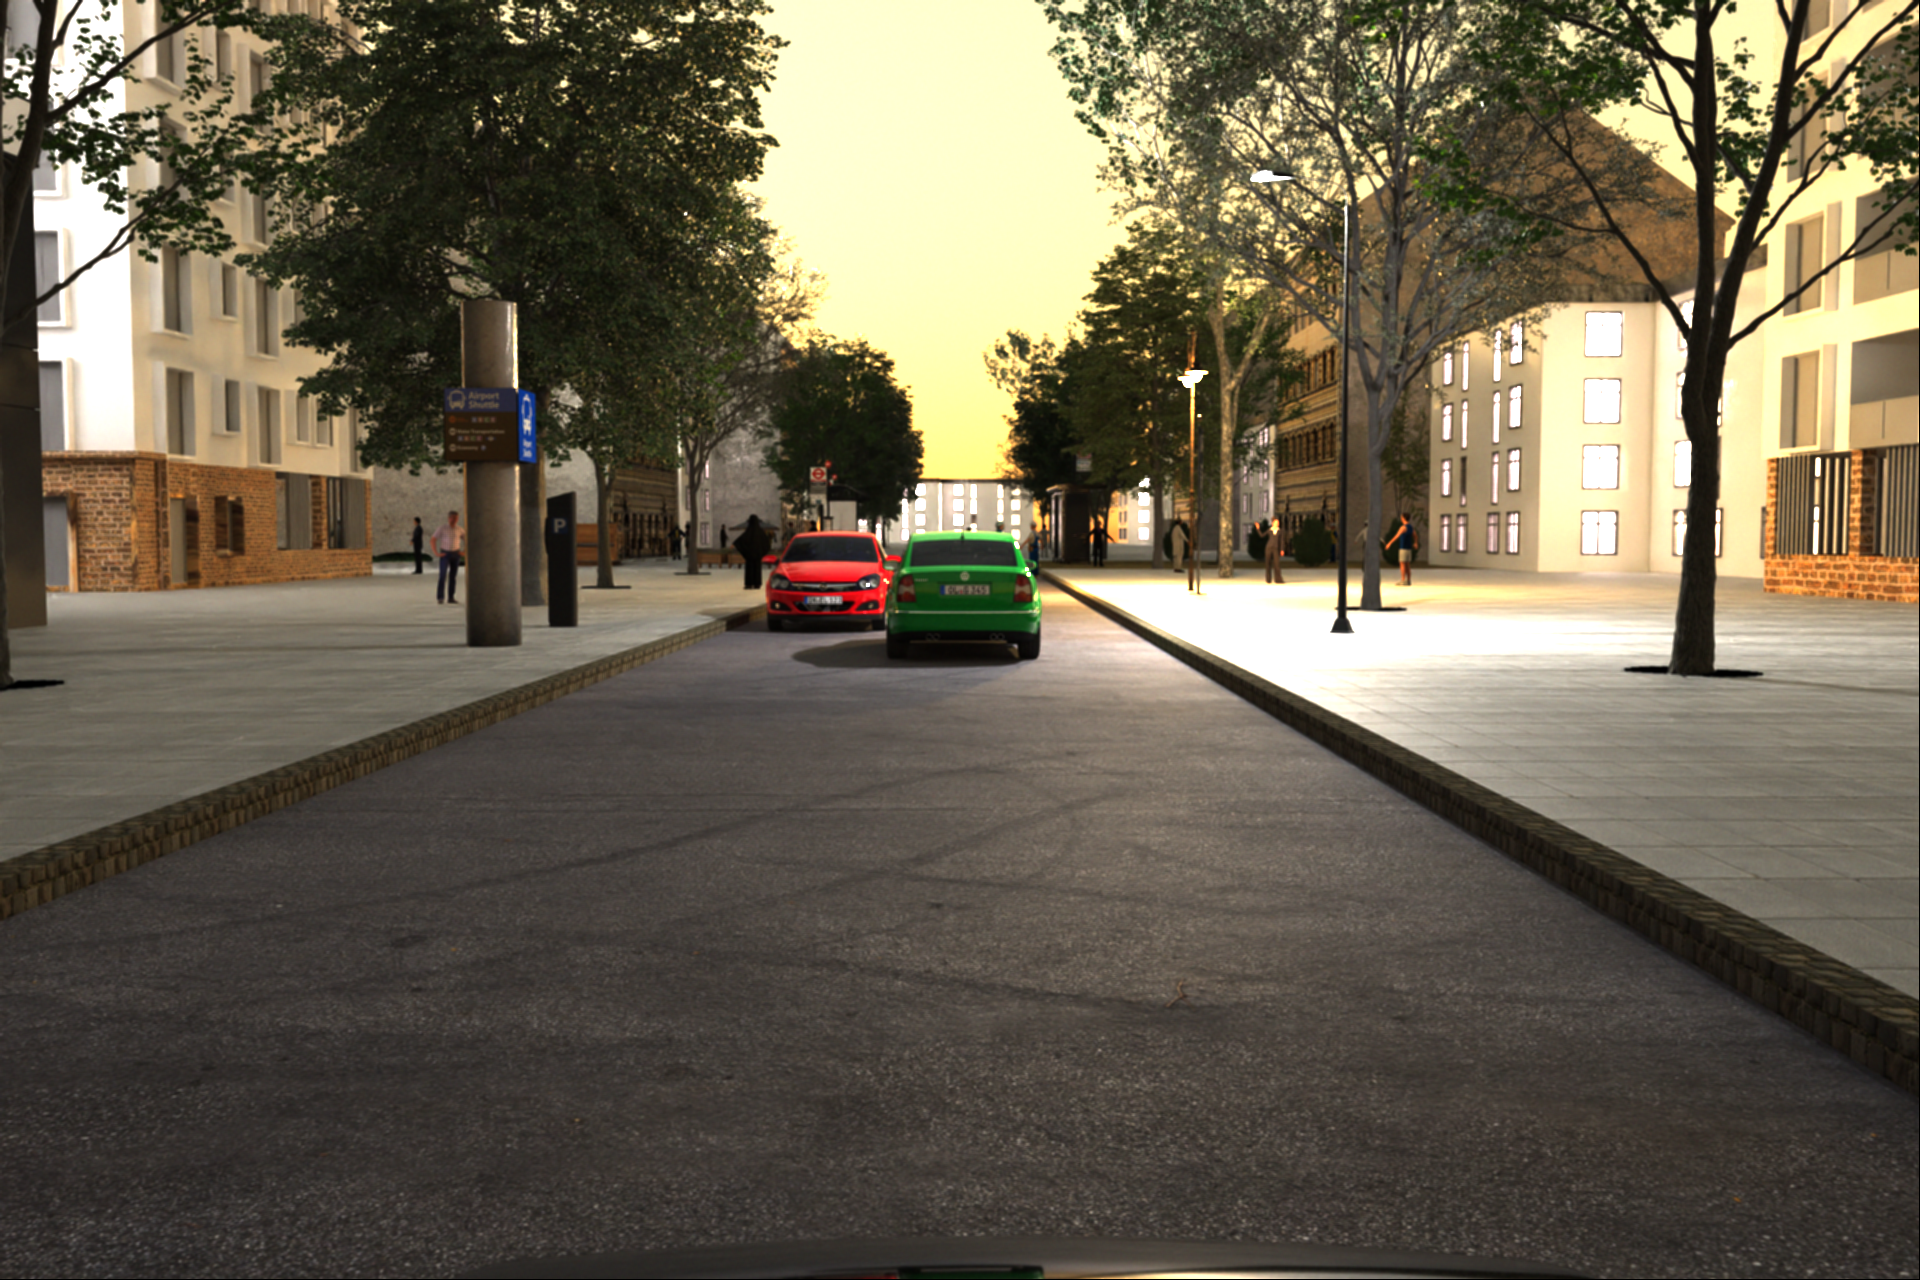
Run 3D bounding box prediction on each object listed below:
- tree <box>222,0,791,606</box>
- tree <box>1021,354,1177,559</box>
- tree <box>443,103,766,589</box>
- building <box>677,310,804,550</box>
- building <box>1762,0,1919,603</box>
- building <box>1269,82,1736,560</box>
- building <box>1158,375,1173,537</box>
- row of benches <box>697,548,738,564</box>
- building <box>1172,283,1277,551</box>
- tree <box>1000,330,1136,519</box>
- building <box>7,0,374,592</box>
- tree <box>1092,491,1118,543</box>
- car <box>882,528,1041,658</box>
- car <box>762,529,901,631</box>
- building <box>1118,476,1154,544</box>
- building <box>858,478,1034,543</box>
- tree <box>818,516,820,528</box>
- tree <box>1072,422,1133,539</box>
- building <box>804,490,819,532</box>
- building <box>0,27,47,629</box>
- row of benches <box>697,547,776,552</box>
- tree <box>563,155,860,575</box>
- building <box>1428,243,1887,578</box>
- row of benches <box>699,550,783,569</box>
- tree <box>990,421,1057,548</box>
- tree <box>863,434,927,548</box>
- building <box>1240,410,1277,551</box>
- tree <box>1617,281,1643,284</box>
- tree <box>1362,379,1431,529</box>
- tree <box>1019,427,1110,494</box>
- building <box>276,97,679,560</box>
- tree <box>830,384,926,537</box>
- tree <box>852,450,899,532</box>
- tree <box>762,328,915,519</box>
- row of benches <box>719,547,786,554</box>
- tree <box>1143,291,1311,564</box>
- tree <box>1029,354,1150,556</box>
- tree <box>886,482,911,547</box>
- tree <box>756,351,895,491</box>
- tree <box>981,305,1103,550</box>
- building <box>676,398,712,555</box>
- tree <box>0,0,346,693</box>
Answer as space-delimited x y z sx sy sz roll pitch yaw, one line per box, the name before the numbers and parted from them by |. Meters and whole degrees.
tree | -7.773 -7.585 30.678 9.857 13.997 8.962 0 3 0
tree | 7.264 -9.324 86.861 8.767 10.594 7.601 0 4 1
tree | -8.349 -7.036 40.796 9.928 11.665 9.643 0 3 0
building | -23.068 -19.078 142.861 19.493 23.208 18.063 0 3 0
building | 22.663 -10.956 35.558 16.016 20.090 11.380 0 4 0
building | 27.797 -16.027 92.967 19.493 23.208 18.063 0 4 1
building | 27.741 -20.846 197.252 16.016 20.090 11.380 0 4 1
row of benches | -10.260 -3.674 75.531 1.422 0.672 4.104 1 4 21
building | 27.795 -19.034 142.142 19.493 23.208 18.063 0 4 1
tree | 7.222 -12.444 110.112 9.857 13.997 8.962 0 3 0
building | -23.064 -11.206 39.645 16.016 20.090 11.380 0 4 1
tree | 20.399 -21.483 261.612 12.009 13.543 11.850 0 3 0
car | 0.008 -0.767 21.338 1.959 1.807 4.718 0 4 -1
car | -1.965 -1.102 27.066 2.155 1.783 4.494 0 4 0
building | 25.910 -17.104 221.801 9.099 9.664 28.070 0 4 0
building | -2.874 -19.246 259.280 28.070 9.664 9.099 0 4 3
tree | -20.060 -18.660 255.449 4.360 8.622 3.978 0 3 0
tree | 7.713 -8.701 92.618 4.360 8.622 3.978 0 3 0
building | -24.289 -22.299 221.000 16.016 20.090 11.380 0 4 1
building | -27.084 -10.016 7.738 27.936 21.610 32.646 0 4 1
row of benches | -10.649 -3.993 80.740 4.104 0.672 1.422 -2 4 -23
tree | -8.348 -8.812 54.439 12.009 13.543 11.850 0 3 0
building | 24.024 -7.112 58.427 9.099 9.664 28.070 0 3 0
row of benches | -8.046 -2.983 64.234 4.104 0.672 1.422 2 4 33
tree | 7.745 -15.387 161.945 12.009 13.543 11.850 0 3 0
tree | -6.934 -14.295 159.478 9.928 11.665 9.643 0 3 0
building | 25.687 -10.723 117.472 9.099 9.664 28.070 0 3 0
tree | 29.410 -9.801 78.377 7.486 12.596 7.792 0 3 0
tree | 20.434 -7.904 79.599 4.737 8.622 4.395 0 3 0
tree | 8.077 -11.730 126.205 8.767 10.594 7.601 2 4 34
building | -26.135 -16.042 93.211 19.493 23.208 18.063 0 4 1
tree | -7.205 -14.466 143.173 9.857 13.997 8.962 0 3 0
tree | -7.326 -11.233 134.017 4.360 8.622 3.978 0 3 0
tree | -7.476 -12.345 108.488 9.857 13.997 8.962 0 3 0
row of benches | -9.639 -4.107 82.614 4.104 0.672 1.422 1 4 10
tree | 11.261 -9.034 73.465 9.928 11.665 9.643 0 3 0
tree | 7.805 -10.679 100.355 9.928 11.665 9.643 0 3 0
tree | -6.775 -13.302 167.843 4.737 8.622 4.395 0 3 0
tree | -7.346 -10.344 94.885 9.928 11.665 9.643 0 3 0
tree | 8.912 -17.511 142.191 12.611 20.169 13.585 0 3 0
building | -21.616 -10.877 119.994 9.099 9.664 28.070 0 4 0
tree | -7.982 -5.404 14.117 9.928 11.665 9.643 0 3 0
